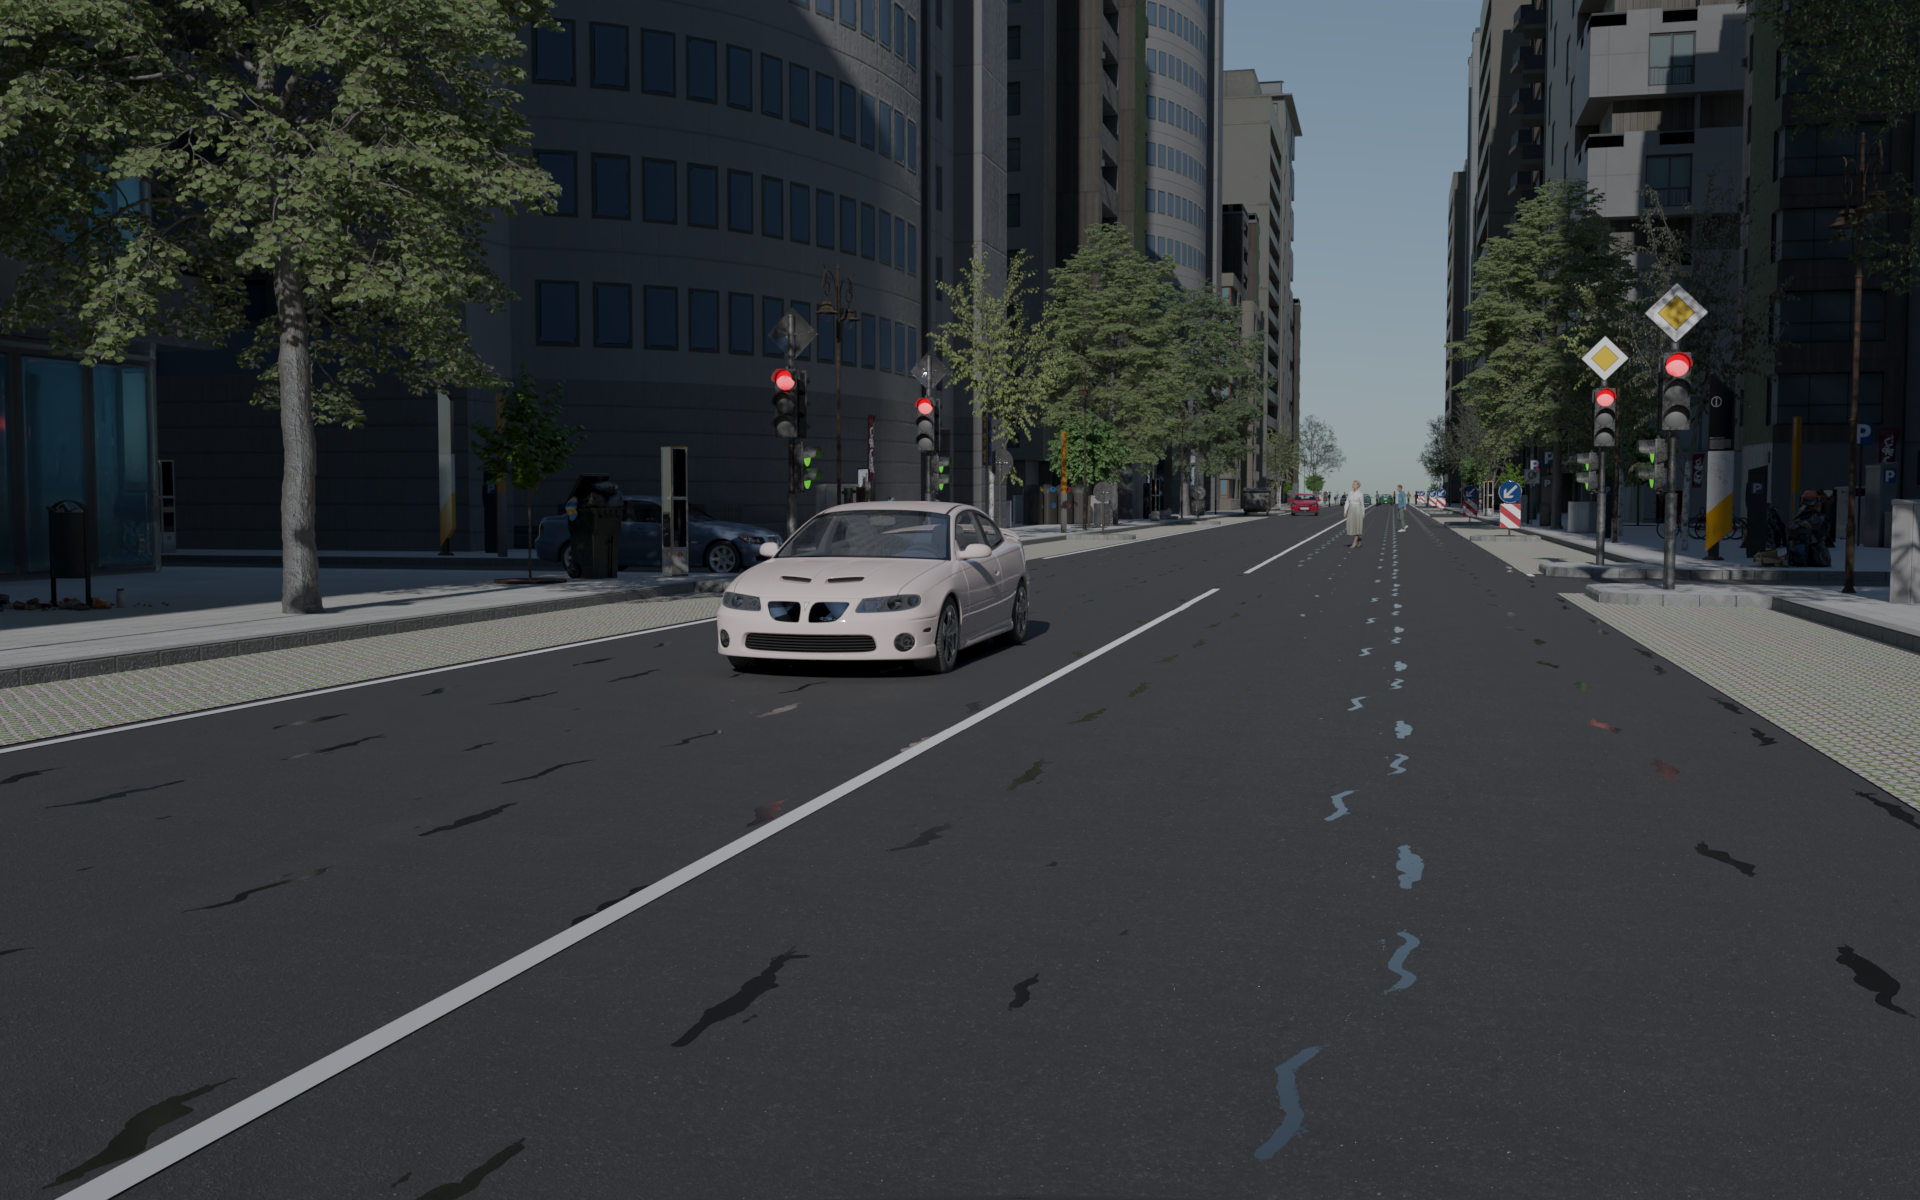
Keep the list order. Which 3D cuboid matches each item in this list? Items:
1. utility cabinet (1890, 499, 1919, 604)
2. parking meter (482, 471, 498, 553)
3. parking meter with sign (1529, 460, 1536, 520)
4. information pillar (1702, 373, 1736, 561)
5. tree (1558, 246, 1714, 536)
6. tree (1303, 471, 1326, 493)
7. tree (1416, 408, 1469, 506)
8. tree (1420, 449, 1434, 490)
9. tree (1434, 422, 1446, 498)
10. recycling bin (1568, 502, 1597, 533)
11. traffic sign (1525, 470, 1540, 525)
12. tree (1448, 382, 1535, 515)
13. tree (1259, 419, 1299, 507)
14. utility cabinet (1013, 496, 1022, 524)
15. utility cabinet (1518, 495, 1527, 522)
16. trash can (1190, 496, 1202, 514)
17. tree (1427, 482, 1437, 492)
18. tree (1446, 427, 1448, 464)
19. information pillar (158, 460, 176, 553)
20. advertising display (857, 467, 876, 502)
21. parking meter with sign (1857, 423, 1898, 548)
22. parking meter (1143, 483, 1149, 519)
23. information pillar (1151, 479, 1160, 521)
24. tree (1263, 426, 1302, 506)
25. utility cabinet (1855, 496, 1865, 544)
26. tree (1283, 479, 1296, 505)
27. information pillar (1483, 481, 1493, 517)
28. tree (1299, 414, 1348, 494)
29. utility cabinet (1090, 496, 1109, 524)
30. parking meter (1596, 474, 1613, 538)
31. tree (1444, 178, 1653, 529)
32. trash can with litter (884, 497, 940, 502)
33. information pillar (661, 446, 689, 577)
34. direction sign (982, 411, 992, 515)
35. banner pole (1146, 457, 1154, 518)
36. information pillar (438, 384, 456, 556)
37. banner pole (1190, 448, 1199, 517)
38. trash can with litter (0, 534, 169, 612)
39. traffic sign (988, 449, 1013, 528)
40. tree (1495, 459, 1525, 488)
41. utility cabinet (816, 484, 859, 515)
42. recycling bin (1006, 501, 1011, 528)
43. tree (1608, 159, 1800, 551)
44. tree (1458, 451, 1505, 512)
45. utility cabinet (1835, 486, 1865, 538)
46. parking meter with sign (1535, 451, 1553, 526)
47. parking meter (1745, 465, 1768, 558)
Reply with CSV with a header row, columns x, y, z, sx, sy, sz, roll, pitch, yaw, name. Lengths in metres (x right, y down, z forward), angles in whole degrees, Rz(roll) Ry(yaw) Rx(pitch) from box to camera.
x,y,z,sx,sy,sz,roll,pitch,yaw,name
11.505,-0.575,20.560,1.020,1.237,0.306,-2,4,-27,utility cabinet
-10.137,-1.951,37.610,0.399,1.863,0.255,1,4,9,parking meter
28.904,-5.575,87.412,0.543,3.016,1.738,2,4,23,parking meter with sign
14.661,-2.572,33.413,0.183,3.616,0.504,-3,5,-41,information pillar
20.275,-6.233,52.280,4.737,8.622,4.395,0,3,0,tree
51.519,-16.372,251.392,4.285,4.588,4.351,0,3,0,tree
53.217,-15.462,187.223,8.767,10.594,7.601,3,5,45,tree
59.372,-16.103,213.646,4.360,8.622,3.978,0,3,0,tree
39.072,-11.207,133.593,4.360,8.622,3.978,0,3,0,tree
20.478,-2.716,56.962,0.722,1.027,0.722,3,5,42,recycling bin
23.672,-4.256,71.718,0.606,2.300,0.079,1,4,15,traffic sign
33.278,-9.622,107.683,4.360,8.622,3.978,0,3,0,tree
31.681,-13.529,171.566,4.360,8.622,3.978,0,3,0,tree
2.837,-3.928,75.383,1.020,1.237,0.306,-1,4,-20,utility cabinet
25.548,-4.126,78.623,0.306,1.237,1.020,1,4,10,utility cabinet
14.442,-5.758,105.797,0.748,1.137,0.748,0,3,0,trash can
67.521,-15.467,247.480,1.663,3.219,1.824,0,3,0,tree
34.913,-10.123,115.871,4.360,8.622,3.978,0,3,0,tree
-17.215,-2.020,37.524,0.304,2.012,0.304,3,5,43,information pillar
-2.267,-2.246,41.937,0.123,1.923,0.974,-1,4,-23,advertising display
22.143,-2.777,41.665,0.543,3.016,1.738,0,4,-4,parking meter with sign
9.620,-5.126,89.523,0.255,1.863,0.399,-1,4,-9,parking meter
9.231,-4.734,81.900,0.304,2.012,0.304,3,5,45,information pillar
33.684,-14.190,182.363,4.737,8.622,4.395,0,3,0,tree
23.553,-2.061,44.860,1.020,1.237,0.306,-2,4,-28,utility cabinet
38.835,-12.900,205.513,1.663,3.219,1.824,0,3,0,tree
30.458,-5.849,100.130,0.304,2.012,0.304,2,4,29,information pillar
53.426,-21.509,262.034,12.009,13.543,11.850,0,3,0,tree
6.008,-3.935,75.500,1.020,1.237,0.306,-2,4,-32,utility cabinet
18.747,-2.731,50.371,0.399,1.863,0.255,-2,4,-23,parking meter
21.441,-8.862,63.018,7.486,12.596,7.792,0,3,0,tree
-0.941,-2.208,47.160,1.678,1.210,2.233,2,4,24,trash can with litter
-4.434,-1.373,26.935,0.304,2.012,0.304,-3,5,-40,information pillar
0.736,-3.410,47.752,0.379,3.537,0.876,1,4,17,direction sign
10.272,-6.335,93.586,0.863,3.779,0.401,-3,4,-36,banner pole
-10.675,-2.731,36.002,0.504,3.616,0.183,3,5,43,information pillar
12.923,-6.444,95.370,0.401,3.779,0.863,-2,4,-31,banner pole
-10.286,-0.522,19.591,2.233,1.210,1.678,1,4,19,trash can with litter
1.120,-2.970,48.668,0.768,2.556,0.104,1,4,23,traffic sign
30.107,-6.141,95.012,1.663,3.219,1.824,0,3,0,tree
-2.707,-1.811,38.287,0.318,1.500,1.173,2,4,35,utility cabinet
1.447,-3.214,65.099,0.722,1.027,0.722,-2,4,-32,recycling bin
16.639,-5.437,39.265,4.360,8.622,3.978,0,3,0,tree
37.699,-8.660,125.303,4.285,4.588,4.351,0,3,0,tree
25.249,-2.478,49.198,0.318,1.500,1.173,0,4,0,utility cabinet
23.606,-4.486,69.612,0.543,3.016,1.738,2,4,23,parking meter with sign
15.994,-1.779,34.805,0.399,1.863,0.255,2,4,26,parking meter
